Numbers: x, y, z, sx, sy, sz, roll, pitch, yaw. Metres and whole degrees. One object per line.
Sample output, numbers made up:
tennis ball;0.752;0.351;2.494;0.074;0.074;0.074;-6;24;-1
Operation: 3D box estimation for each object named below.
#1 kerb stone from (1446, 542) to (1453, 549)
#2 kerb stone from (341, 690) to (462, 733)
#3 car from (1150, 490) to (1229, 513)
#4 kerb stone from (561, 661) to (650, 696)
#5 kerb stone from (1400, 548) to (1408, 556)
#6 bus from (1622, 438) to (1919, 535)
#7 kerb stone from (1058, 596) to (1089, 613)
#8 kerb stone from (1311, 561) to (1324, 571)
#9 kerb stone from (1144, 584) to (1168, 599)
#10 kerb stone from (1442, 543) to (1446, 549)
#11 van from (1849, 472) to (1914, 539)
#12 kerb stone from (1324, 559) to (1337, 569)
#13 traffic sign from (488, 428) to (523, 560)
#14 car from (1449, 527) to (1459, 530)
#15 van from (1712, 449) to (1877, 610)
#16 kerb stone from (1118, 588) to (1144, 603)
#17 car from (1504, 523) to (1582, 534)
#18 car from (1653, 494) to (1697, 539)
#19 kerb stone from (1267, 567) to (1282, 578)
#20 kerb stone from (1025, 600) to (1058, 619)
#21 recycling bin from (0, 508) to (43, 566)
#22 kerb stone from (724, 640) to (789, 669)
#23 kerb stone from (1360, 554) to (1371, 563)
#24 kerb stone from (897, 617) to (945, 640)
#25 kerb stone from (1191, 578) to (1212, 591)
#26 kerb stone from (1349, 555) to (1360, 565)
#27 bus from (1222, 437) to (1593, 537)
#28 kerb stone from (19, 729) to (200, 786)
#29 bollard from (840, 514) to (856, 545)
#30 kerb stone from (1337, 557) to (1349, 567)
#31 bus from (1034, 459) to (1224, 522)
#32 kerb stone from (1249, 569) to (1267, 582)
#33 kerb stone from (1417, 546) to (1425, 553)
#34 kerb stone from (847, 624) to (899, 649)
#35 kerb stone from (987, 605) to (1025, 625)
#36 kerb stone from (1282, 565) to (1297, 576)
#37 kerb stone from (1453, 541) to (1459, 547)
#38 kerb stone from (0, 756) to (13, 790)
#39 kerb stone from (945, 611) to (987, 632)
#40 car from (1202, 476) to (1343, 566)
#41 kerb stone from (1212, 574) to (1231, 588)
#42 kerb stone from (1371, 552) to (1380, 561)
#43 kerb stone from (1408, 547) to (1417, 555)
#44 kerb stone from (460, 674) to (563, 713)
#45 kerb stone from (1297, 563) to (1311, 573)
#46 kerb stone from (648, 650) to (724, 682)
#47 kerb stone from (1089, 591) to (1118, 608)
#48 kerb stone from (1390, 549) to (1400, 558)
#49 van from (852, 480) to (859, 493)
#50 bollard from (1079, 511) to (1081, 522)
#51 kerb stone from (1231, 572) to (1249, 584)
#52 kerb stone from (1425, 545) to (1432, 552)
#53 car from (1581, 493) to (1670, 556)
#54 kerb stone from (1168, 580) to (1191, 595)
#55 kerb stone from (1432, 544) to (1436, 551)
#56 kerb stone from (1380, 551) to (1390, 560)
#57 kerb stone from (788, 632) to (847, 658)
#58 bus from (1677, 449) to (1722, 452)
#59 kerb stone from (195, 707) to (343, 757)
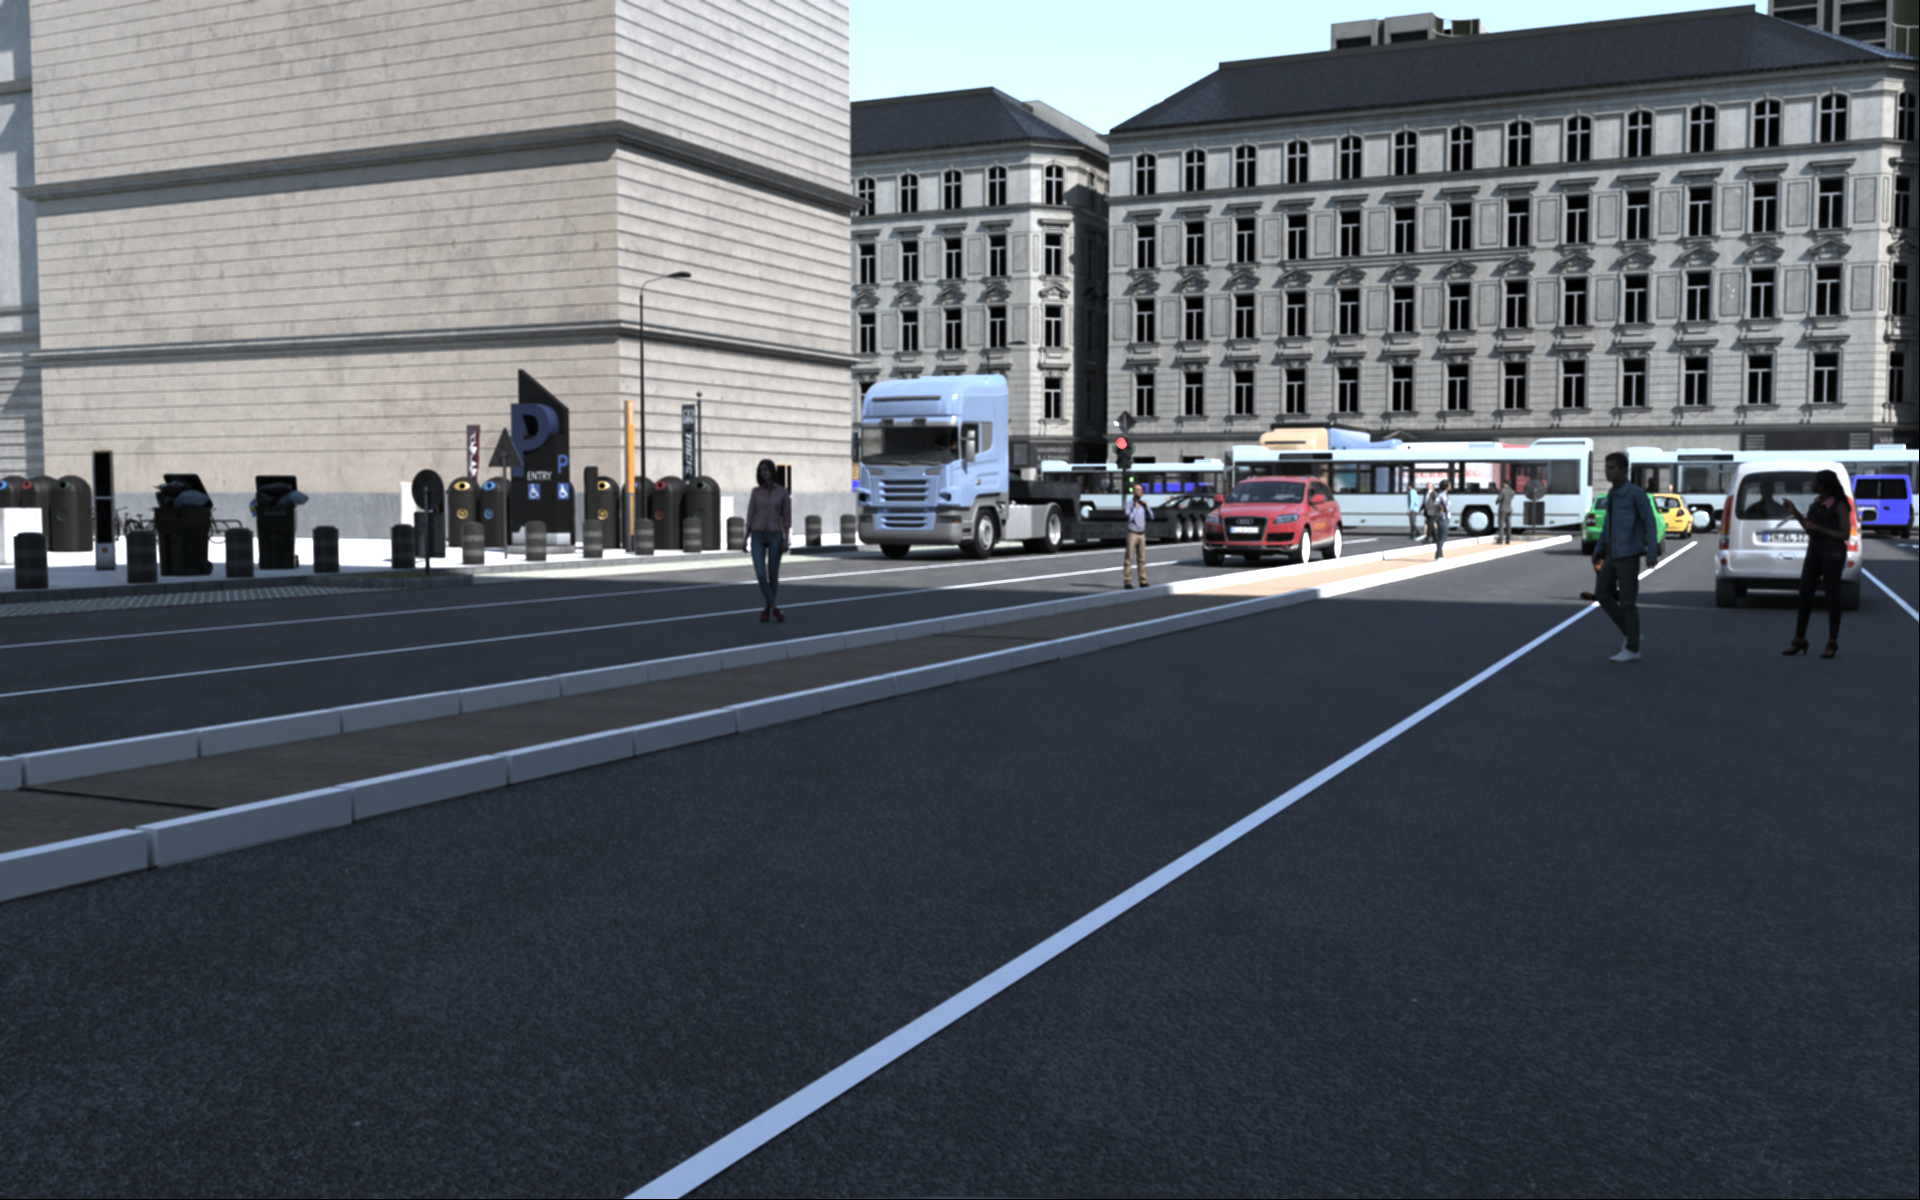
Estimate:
kerb stone;12.705;-1.417;45.360;0.120;0.150;1.000;2;4;25
kerb stone;-3.509;0.698;10.791;0.120;0.150;1.000;2;4;25
car;7.983;-3.130;60.963;4.222;1.686;2.009;2;4;25
kerb stone;-2.628;0.583;12.661;0.120;0.150;1.000;2;4;25
kerb stone;10.070;-1.073;39.754;0.120;0.150;1.000;2;4;25
bus;29.936;-4.149;62.688;13.247;3.499;2.948;2;4;26
kerb stone;1.309;0.069;21.064;0.120;0.150;1.000;2;4;25
kerb stone;6.559;-0.613;32.277;0.120;0.150;1.000;2;4;25
kerb stone;2.621;-0.100;23.870;0.120;0.150;1.000;2;4;25
kerb stone;12.257;-1.359;44.423;0.120;0.150;1.000;2;4;25
van;30.375;-3.252;57.552;2.240;2.365;5.245;2;4;24
kerb stone;7.007;-0.673;33.203;0.120;0.150;1.000;2;4;25
traffic sign;-8.897;-2.071;33.864;0.884;2.594;0.081;2;4;29
car;20.555;-3.544;67.738;4.222;1.686;2.009;2;4;25
van;11.004;-0.972;22.912;2.013;2.044;4.112;2;4;27
kerb stone;2.188;-0.045;22.937;0.120;0.150;1.000;2;4;25
car;21.272;-3.185;61.865;4.222;1.686;2.009;2;4;25
car;22.822;-2.817;56.279;2.015;1.641;3.980;2;4;26
kerb stone;5.249;-0.446;29.481;0.120;0.150;1.000;2;4;25
kerb stone;0.872;0.126;20.131;0.120;0.150;1.000;2;4;25
recycling bin;-17.160;-1.151;31.376;0.722;1.027;0.722;2;4;28
kerb stone;-1.762;0.469;14.527;0.120;0.150;1.000;2;4;25
kerb stone;8.321;-0.846;36.020;0.120;0.150;1.000;2;4;25
kerb stone;-0.446;0.300;17.331;0.120;0.150;1.000;2;4;25
kerb stone;3.496;-0.217;25.738;0.120;0.150;1.000;2;4;25
kerb stone;7.881;-0.786;35.078;0.120;0.150;1.000;2;4;25
bus;15.015;-4.020;60.582;13.247;3.499;2.948;2;4;24
kerb stone;-4.383;0.812;8.924;0.120;0.150;1.000;2;4;25
bollard;-2.858;-1.802;44.177;0.404;0.777;0.398;0;3;0
kerb stone;7.442;-0.730;34.135;0.120;0.150;1.000;2;4;25
bus;9.547;-5.736;88.637;13.247;3.499;2.948;2;4;24
kerb stone;4.817;-0.387;28.539;0.120;0.150;1.000;2;4;25
kerb stone;10.953;-1.188;41.622;0.120;0.150;1.000;2;4;25
kerb stone;-0.887;0.359;16.402;0.120;0.150;1.000;2;4;25
kerb stone;0.438;0.184;19.195;0.120;0.150;1.000;2;4;25
kerb stone;5.691;-0.502;30.410;0.120;0.150;1.000;2;4;25
kerb stone;13.135;-1.474;46.296;0.120;0.150;1.000;2;4;25
kerb stone;-4.830;0.869;7.994;0.120;0.150;1.000;2;4;25
kerb stone;-0.003;0.240;18.264;0.120;0.150;1.000;2;4;25
car;6.518;-1.657;35.757;2.281;1.827;5.304;2;4;23
kerb stone;3.933;-0.267;26.669;0.120;0.150;1.000;2;4;25
kerb stone;8.754;-0.897;36.958;0.120;0.150;1.000;2;4;25
kerb stone;10.510;-1.131;40.683;0.120;0.150;1.000;2;4;25
kerb stone;-3.074;0.645;11.726;0.120;0.150;1.000;2;4;25
kerb stone;6.127;-0.559;31.342;0.120;0.150;1.000;2;4;25
kerb stone;-2.201;0.526;13.597;0.120;0.150;1.000;2;4;25
kerb stone;1.749;0.012;22.007;0.120;0.150;1.000;2;4;25
kerb stone;9.640;-1.017;38.816;0.120;0.150;1.000;2;4;25
van;-4.375;-4.323;75.064;5.245;2.365;2.240;2;4;24
bollard;3.888;-2.681;58.557;0.404;0.777;0.398;0;3;0
kerb stone;4.373;-0.331;27.607;0.120;0.150;1.000;2;4;25
kerb stone;11.392;-1.233;42.558;0.120;0.150;1.000;2;4;25
car;16.070;-2.020;41.818;1.959;1.807;4.718;2;4;23
kerb stone;3.056;-0.159;24.807;0.120;0.150;1.000;2;4;25
kerb stone;11.820;-1.301;43.492;0.120;0.150;1.000;2;4;25
kerb stone;9.191;-0.960;37.888;0.120;0.150;1.000;2;4;25
kerb stone;-1.326;0.413;15.468;0.120;0.150;1.000;2;4;25
bus;35.847;-4.557;69.365;13.247;3.499;2.948;2;4;23
kerb stone;-3.948;0.756;9.861;0.120;0.150;1.000;2;4;25
